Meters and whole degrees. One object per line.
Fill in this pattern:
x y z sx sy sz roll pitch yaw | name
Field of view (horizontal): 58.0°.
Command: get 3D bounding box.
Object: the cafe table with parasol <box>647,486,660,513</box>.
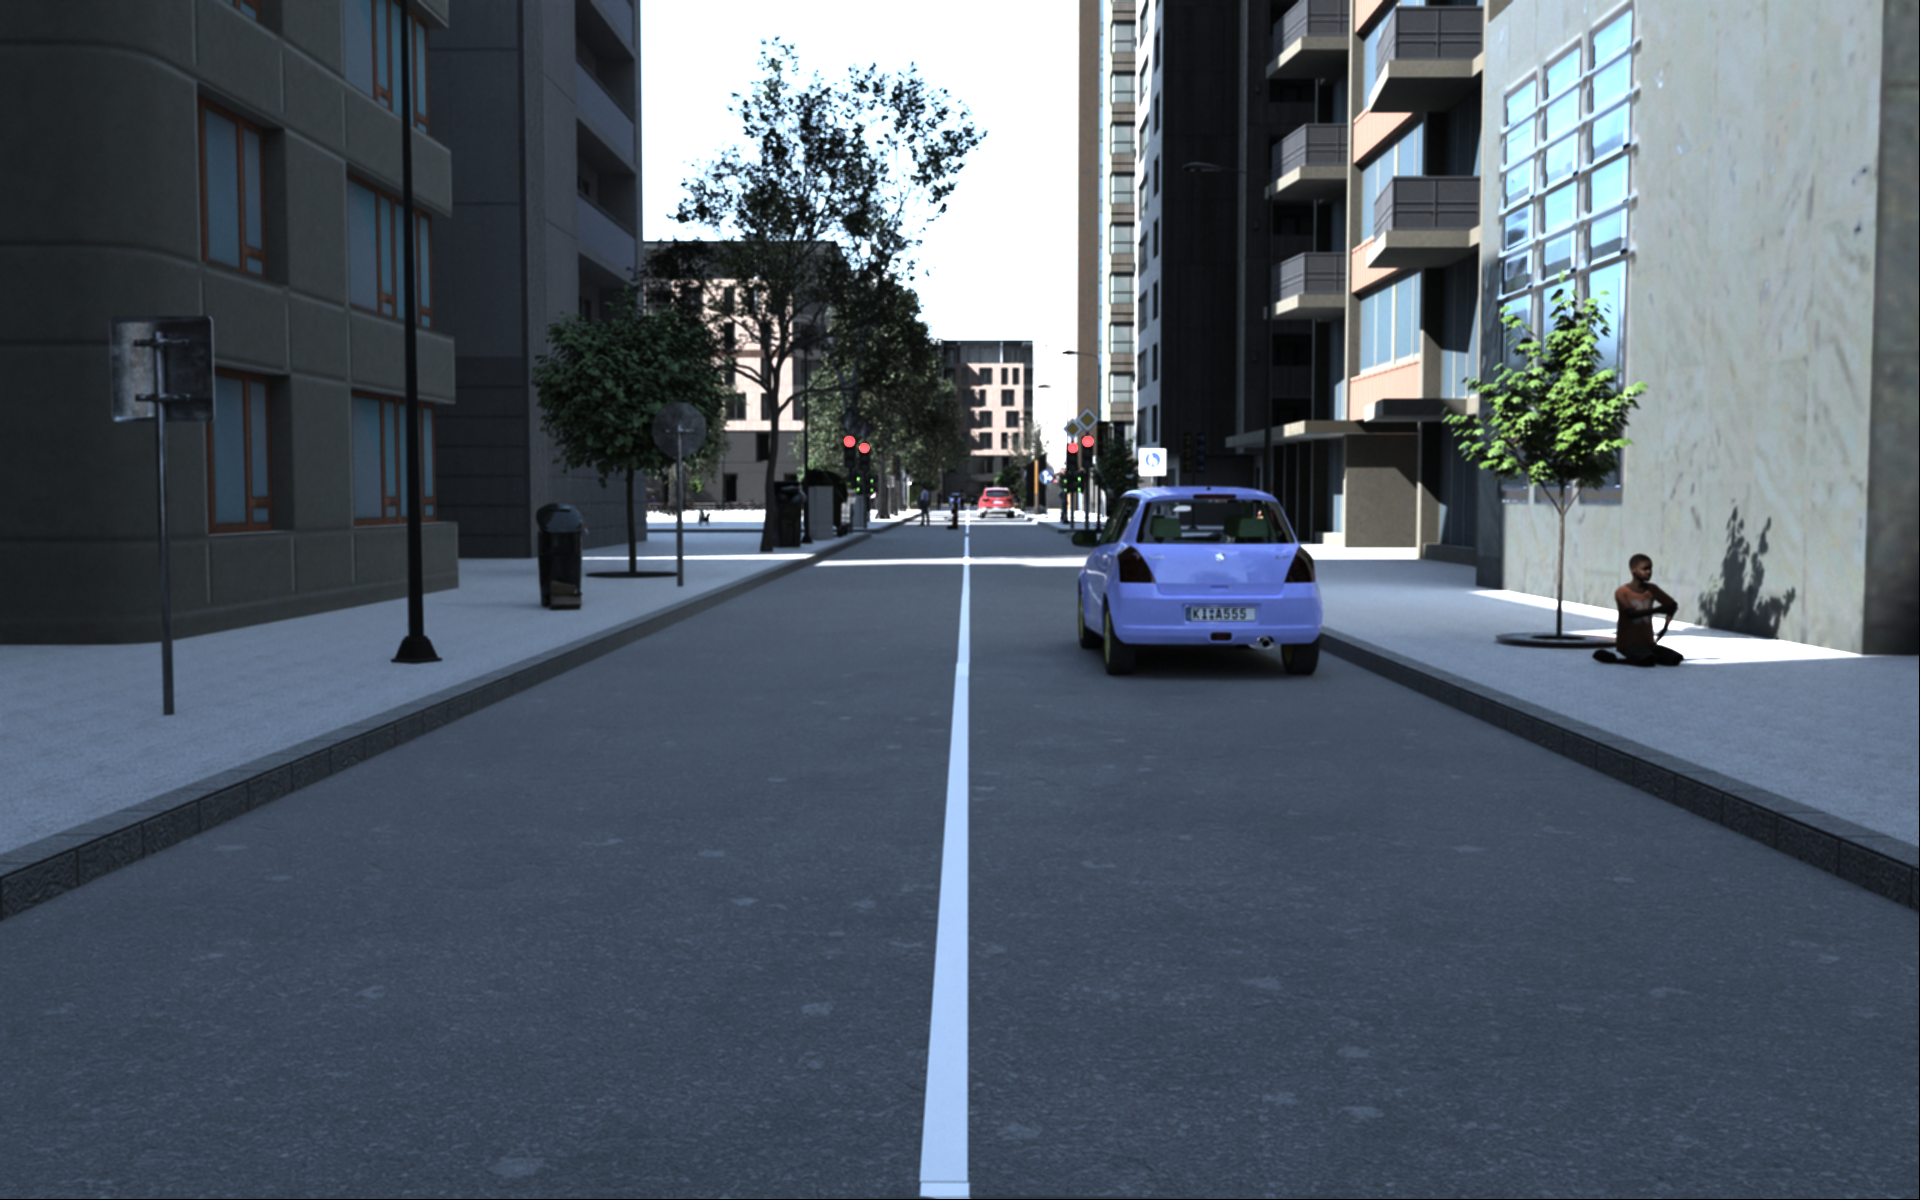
-24.398 -7.903 134.081 2.610 1.966 2.610 -2 4 -28 | cafe table with parasol

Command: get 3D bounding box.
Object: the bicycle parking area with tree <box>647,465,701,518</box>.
-20.337 -6.555 94.184 9.016 4.147 8.231 -3 5 -43 | bicycle parking area with tree

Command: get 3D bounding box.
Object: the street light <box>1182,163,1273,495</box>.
3.819 -3.176 24.463 1.470 5.913 1.316 0 4 0 | street light

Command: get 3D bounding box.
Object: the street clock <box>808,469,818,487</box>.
-4.300 -2.786 50.129 0.358 2.002 0.471 1 4 19 | street clock

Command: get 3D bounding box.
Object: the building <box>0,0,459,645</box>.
-20.744 -10.007 8.650 27.650 21.520 28.899 0 4 0 | building

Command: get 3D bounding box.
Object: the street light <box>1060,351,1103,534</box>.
3.974 -5.120 56.260 1.470 5.913 1.316 0 4 0 | street light

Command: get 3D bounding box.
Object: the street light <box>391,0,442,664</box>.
-3.626 -2.480 13.091 1.470 5.913 1.316 0 4 0 | street light

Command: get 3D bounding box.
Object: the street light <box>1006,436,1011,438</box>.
4.342 -10.169 138.809 1.470 5.913 1.316 0 4 0 | street light

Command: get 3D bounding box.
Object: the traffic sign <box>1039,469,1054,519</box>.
4.478 -5.460 89.382 0.768 2.556 0.104 0 4 2 | traffic sign

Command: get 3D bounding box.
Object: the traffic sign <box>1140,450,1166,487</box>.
4.377 -2.277 39.355 0.606 2.300 0.079 0 4 8 | traffic sign

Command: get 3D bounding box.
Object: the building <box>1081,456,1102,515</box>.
18.829 -41.147 111.000 20.563 71.187 20.611 0 4 0 | building

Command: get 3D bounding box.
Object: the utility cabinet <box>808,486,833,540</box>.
-3.940 -2.445 48.659 0.318 1.500 1.173 1 4 19 | utility cabinet

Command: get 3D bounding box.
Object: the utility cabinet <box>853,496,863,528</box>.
-4.203 -3.393 66.639 1.020 1.237 0.306 2 4 30 | utility cabinet

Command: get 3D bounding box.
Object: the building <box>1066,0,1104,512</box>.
15.384 -29.414 131.025 14.600 45.320 14.200 0 4 0 | building

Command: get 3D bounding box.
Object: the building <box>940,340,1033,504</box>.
14.165 -24.199 239.626 32.646 21.610 27.936 0 4 0 | building

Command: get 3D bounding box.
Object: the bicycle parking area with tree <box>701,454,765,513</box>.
-17.940 -8.276 122.319 9.016 4.147 8.231 3 4 36 | bicycle parking area with tree

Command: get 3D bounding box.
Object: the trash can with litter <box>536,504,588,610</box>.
-4.445 -0.502 19.596 0.624 1.170 1.055 -1 4 -21 | trash can with litter

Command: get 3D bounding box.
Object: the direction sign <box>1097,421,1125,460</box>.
4.684 -3.782 53.837 0.876 3.537 0.379 -1 4 -8 | direction sign

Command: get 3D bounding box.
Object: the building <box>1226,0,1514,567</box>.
18.741 -23.401 37.231 22.147 44.769 28.867 0 4 0 | building

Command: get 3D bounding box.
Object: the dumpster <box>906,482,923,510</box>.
-3.627 -8.342 138.883 1.502 2.255 1.985 0 4 0 | dumpster

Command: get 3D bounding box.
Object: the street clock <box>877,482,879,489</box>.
-4.352 -5.584 95.866 0.471 2.002 0.358 -1 4 -20 | street clock

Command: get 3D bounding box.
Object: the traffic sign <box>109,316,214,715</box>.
-4.600 -0.482 10.008 0.606 2.300 0.079 0 4 4 | traffic sign

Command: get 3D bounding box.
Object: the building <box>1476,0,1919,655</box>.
18.308 -42.410 6.080 22.319 86.520 31.000 0 4 0 | building

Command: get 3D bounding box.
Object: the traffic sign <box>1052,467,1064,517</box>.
4.832 -5.066 82.830 0.884 2.594 0.081 0 4 6 | traffic sign

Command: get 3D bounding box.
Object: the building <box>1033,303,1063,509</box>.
16.102 -18.497 168.883 16.747 18.905 31.486 0 4 0 | building

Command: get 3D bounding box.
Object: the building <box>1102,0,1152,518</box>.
14.720 -25.136 94.576 14.154 41.232 14.086 0 4 0 | building

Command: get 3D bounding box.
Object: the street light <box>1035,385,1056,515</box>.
4.009 -6.197 73.866 1.470 5.913 1.316 0 4 0 | street light

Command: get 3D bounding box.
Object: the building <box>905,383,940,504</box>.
-18.479 -24.232 240.160 32.646 21.610 27.936 0 4 0 | building

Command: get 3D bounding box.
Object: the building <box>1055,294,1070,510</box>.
16.224 -17.792 147.314 16.016 20.091 11.380 0 4 0 | building

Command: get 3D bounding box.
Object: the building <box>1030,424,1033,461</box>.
13.094 -15.704 198.903 9.099 9.664 28.070 0 4 0 | building

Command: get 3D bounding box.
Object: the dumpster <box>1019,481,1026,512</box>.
4.973 -7.405 123.566 1.502 2.255 1.985 0 4 0 | dumpster

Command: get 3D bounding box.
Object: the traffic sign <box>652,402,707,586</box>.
-3.897 -1.464 24.041 0.768 2.556 0.104 0 4 3 | traffic sign

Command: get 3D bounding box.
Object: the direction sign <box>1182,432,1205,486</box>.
8.560 -4.374 63.514 0.876 3.537 0.379 -1 4 -16 | direction sign

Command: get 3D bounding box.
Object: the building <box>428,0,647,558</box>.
-22.609 -30.540 41.334 28.212 58.520 21.231 0 4 0 | building

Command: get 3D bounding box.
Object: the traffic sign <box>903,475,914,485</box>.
-3.404 -6.951 113.384 0.795 2.593 0.064 0 4 4 | traffic sign

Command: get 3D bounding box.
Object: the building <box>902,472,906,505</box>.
-20.625 -16.314 208.879 28.070 9.664 9.099 0 4 0 | building

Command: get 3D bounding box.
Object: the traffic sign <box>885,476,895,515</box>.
-4.004 -5.881 98.284 0.606 2.300 0.079 0 4 7 | traffic sign

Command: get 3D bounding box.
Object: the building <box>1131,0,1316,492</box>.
14.908 -18.420 72.861 14.107 30.474 14.160 0 4 0 | building

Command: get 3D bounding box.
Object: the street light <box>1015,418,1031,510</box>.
4.259 -8.142 105.663 1.470 5.913 1.316 0 4 0 | street light

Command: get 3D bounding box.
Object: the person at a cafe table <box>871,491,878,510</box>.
-6.815 -7.798 136.016 1.698 1.524 1.622 -2 4 -35 | person at a cafe table

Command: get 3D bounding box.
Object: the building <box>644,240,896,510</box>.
-20.408 -19.083 155.982 27.936 21.610 32.646 0 4 0 | building

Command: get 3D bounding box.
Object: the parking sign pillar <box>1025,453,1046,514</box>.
4.907 -7.554 111.977 1.447 3.967 1.447 0 4 -4 | parking sign pillar

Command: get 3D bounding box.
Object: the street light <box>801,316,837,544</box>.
-3.449 -4.425 44.888 1.470 5.913 1.316 0 4 0 | street light

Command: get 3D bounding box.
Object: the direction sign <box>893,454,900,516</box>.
-3.653 -6.566 99.343 0.379 3.537 0.876 2 4 23 | direction sign
